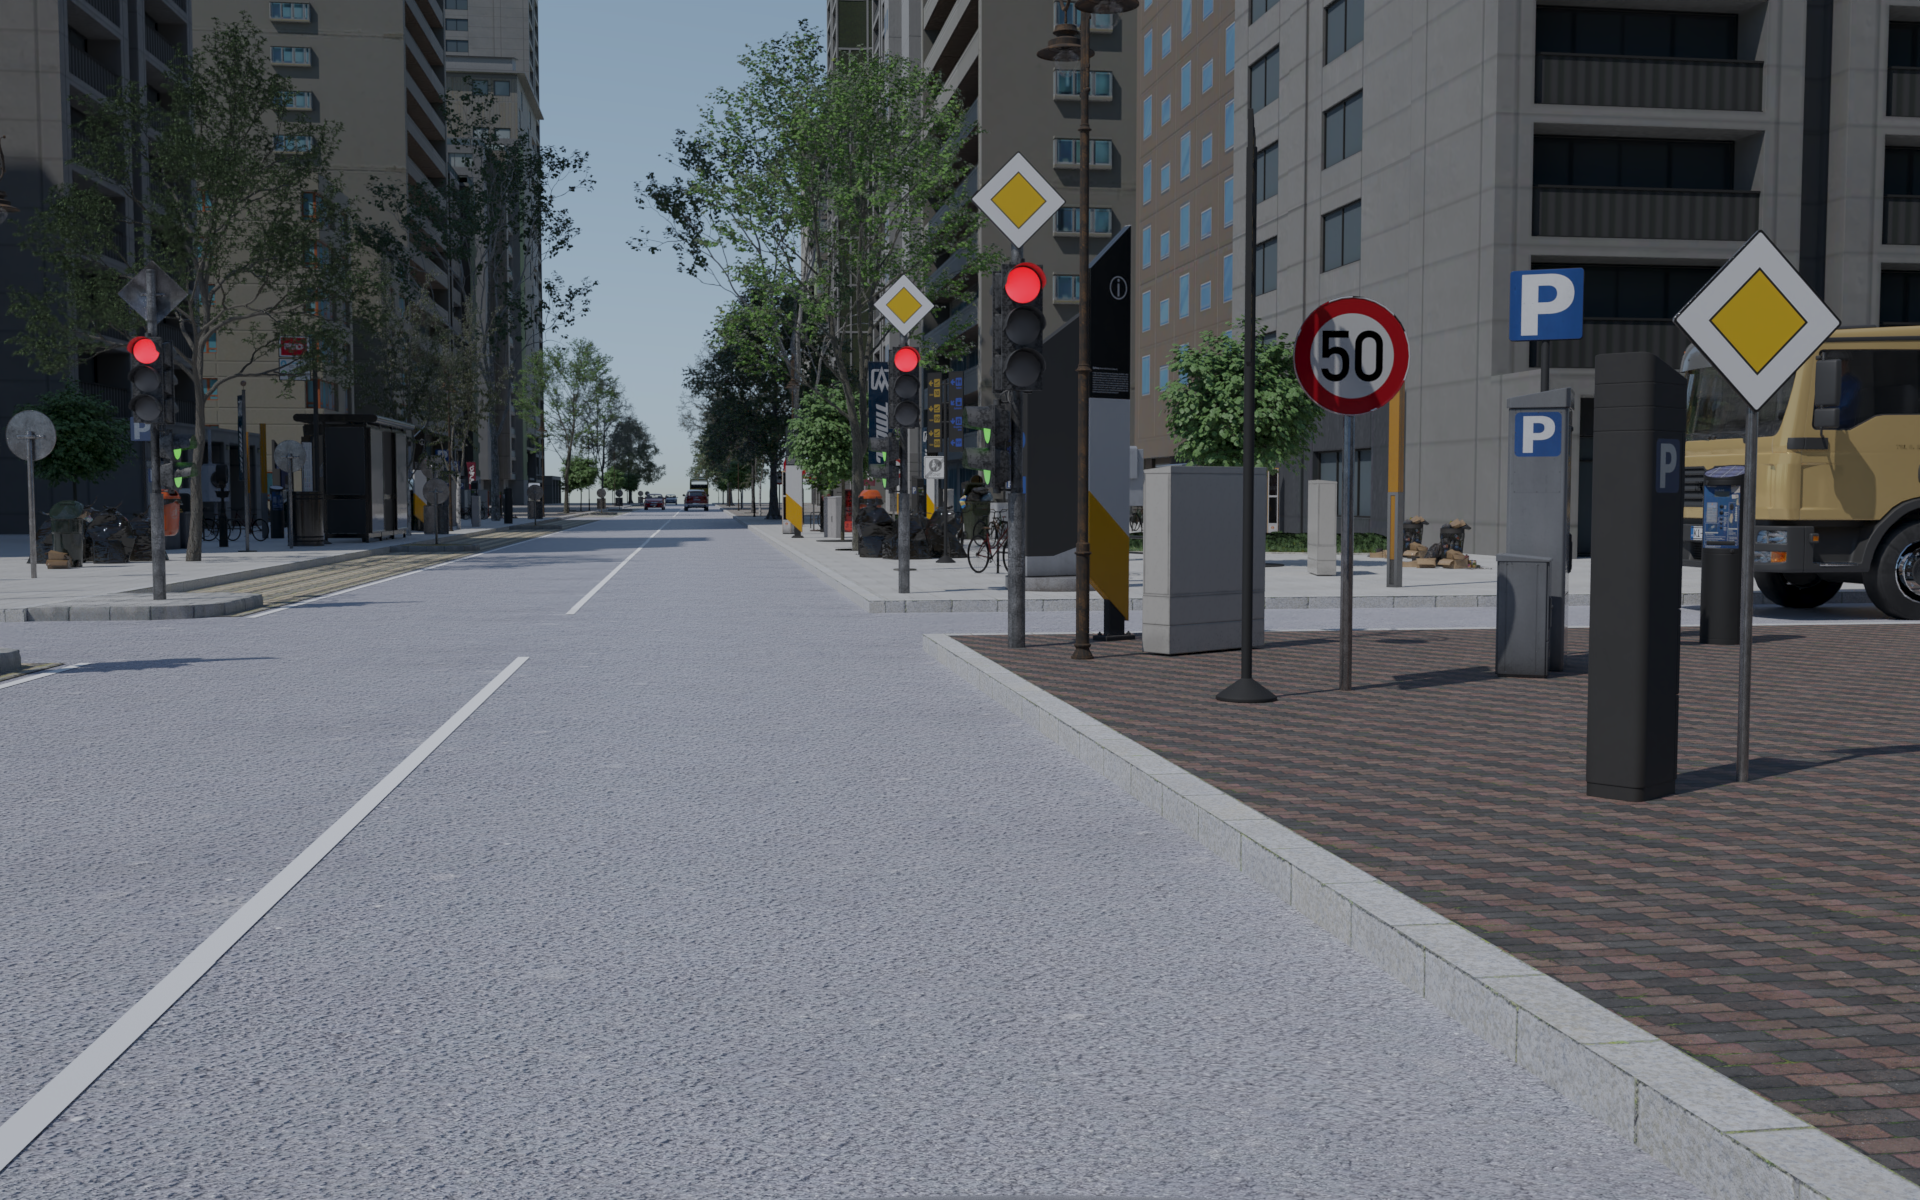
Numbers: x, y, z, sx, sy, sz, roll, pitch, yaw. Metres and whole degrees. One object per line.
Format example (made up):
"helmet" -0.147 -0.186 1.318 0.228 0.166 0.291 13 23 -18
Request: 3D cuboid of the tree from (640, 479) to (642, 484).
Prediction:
"tree" -43.976 -15.115 230.849 4.285 4.588 4.351 0 3 0

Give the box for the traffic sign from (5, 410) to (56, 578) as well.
"traffic sign" -14.113 -1.603 26.317 0.768 2.556 0.104 0 4 0

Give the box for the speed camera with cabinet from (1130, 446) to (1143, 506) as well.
"speed camera with cabinet" 3.774 -2.411 33.753 2.038 3.252 0.660 -1 4 -20

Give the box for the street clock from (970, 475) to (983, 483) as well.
"street clock" 0.629 -3.739 65.703 0.471 2.002 0.358 0 4 -7

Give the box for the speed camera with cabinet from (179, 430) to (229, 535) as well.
"speed camera with cabinet" -23.305 -3.564 52.612 0.660 3.252 2.038 3 4 36

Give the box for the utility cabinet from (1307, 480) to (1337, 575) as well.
"utility cabinet" 5.767 -1.154 27.541 0.318 1.500 1.173 0 4 4

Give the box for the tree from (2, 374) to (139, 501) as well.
"tree" -24.447 -3.906 47.571 4.285 4.588 4.351 0 3 0

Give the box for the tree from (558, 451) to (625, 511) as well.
"tree" -28.111 -8.829 128.062 4.285 4.588 4.351 0 3 0

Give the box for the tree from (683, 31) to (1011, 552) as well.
"tree" -2.318 -6.923 38.951 9.928 11.665 9.643 0 3 0

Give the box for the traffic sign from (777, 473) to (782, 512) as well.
"traffic sign" -9.941 -5.826 95.358 0.768 2.556 0.104 0 4 -8

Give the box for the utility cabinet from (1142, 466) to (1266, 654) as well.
"utility cabinet" 1.987 -0.331 14.095 1.173 1.500 0.318 -3 5 -41

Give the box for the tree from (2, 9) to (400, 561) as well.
"tree" -14.304 -6.020 32.844 7.601 10.594 8.767 -1 4 -20

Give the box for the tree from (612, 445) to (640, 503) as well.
"tree" -46.503 -17.806 241.486 4.360 8.622 3.978 0 3 0

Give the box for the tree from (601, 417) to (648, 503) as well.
"tree" -47.810 -20.450 251.367 9.611 12.733 9.660 0 3 0

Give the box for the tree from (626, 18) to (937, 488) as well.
"tree" -7.417 -13.205 71.793 12.611 20.169 13.585 0 3 0

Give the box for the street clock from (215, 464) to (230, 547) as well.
"street clock" -17.843 -2.284 41.916 0.358 2.002 0.471 -1 4 -15

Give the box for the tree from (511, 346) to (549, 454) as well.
"tree" -25.667 -11.471 113.298 9.928 11.665 9.643 0 3 0

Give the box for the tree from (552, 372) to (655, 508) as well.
"tree" -34.250 -15.580 165.103 12.009 13.543 11.850 0 3 0

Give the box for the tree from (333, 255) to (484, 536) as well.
"tree" -17.006 -6.284 53.113 4.360 8.622 3.978 0 3 0

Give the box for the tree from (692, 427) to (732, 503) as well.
"tree" -26.764 -17.142 198.391 7.486 12.596 7.792 0 3 0

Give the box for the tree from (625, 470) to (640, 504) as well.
"tree" -39.134 -12.956 195.549 4.285 4.588 4.351 0 3 0

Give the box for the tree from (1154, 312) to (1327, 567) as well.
"tree" 5.008 -2.877 30.759 4.285 4.588 4.351 0 3 0

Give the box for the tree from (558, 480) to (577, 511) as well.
"tree" -29.987 -8.422 132.300 1.663 3.219 1.824 0 3 0

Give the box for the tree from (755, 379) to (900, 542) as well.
"tree" -3.153 -3.853 46.716 4.285 4.588 4.351 0 3 0

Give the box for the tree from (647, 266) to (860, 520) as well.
"tree" -9.371 -10.411 87.231 9.611 12.733 9.660 0 3 0

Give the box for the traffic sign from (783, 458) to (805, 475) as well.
"traffic sign" -5.120 -3.297 54.005 0.768 2.556 0.104 0 4 -1

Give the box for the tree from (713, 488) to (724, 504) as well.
"tree" -29.972 -16.483 219.867 4.737 8.622 4.395 0 3 0

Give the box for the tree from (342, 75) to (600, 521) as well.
"tree" -23.046 -13.784 81.263 12.611 20.169 13.585 0 3 0

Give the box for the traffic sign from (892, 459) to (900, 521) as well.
"traffic sign" -2.294 -3.656 59.889 0.768 2.556 0.104 0 4 -1

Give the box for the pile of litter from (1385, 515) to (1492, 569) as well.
"pile of litter" 8.427 -0.986 30.082 1.176 0.858 1.719 -1 4 -21

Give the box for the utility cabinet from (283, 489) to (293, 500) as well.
"utility cabinet" -31.673 -4.463 81.645 0.318 1.500 1.173 -2 4 -28

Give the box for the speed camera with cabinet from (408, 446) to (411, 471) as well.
"speed camera with cabinet" -23.032 -4.780 72.492 0.660 3.252 2.038 0 4 -4

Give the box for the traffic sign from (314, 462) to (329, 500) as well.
"traffic sign" -19.696 -3.308 54.084 0.884 2.594 0.081 0 4 -8

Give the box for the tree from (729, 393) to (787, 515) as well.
"tree" -11.924 -9.397 104.000 4.360 8.622 3.978 0 3 0

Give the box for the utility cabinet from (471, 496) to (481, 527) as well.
"utility cabinet" -19.031 -3.487 68.174 0.306 1.237 1.020 -1 4 -12

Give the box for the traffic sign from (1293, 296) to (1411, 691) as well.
"traffic sign" 2.520 -0.681 11.247 0.768 2.556 0.104 0 4 -3

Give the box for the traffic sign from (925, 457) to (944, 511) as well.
"traffic sign" -0.672 -2.747 47.040 0.606 2.300 0.079 0 4 -6

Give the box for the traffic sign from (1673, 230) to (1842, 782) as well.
"traffic sign" 3.494 -0.397 7.670 0.795 2.450 0.064 0 4 -8

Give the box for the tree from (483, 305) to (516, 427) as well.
"tree" -18.198 -6.870 62.683 4.360 8.622 3.978 0 3 0

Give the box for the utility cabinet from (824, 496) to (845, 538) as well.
"utility cabinet" -3.706 -2.432 50.925 0.306 1.237 1.020 -2 4 -25

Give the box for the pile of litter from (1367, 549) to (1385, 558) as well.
"pile of litter" 8.946 -1.262 34.606 1.176 0.858 1.719 -2 4 -29

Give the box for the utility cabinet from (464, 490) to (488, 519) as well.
"utility cabinet" -24.697 -4.876 88.403 0.318 1.500 1.173 3 5 41

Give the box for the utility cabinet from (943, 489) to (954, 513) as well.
"utility cabinet" -0.728 -4.214 77.575 0.318 1.500 1.173 -2 4 -32

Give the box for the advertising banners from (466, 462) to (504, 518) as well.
"advertising banners" -25.799 -5.988 94.084 2.074 3.025 0.090 0 4 8

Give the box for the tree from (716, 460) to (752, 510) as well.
"tree" -18.222 -9.783 143.663 4.285 4.588 4.351 0 3 0

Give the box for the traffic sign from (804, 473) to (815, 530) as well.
"traffic sign" -5.135 -3.714 60.728 0.884 2.594 0.081 0 4 1

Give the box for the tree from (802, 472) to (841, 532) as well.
"tree" -4.799 -3.973 59.552 1.663 3.219 1.824 0 3 0

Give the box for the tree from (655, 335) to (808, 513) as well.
"tree" -13.860 -12.547 115.515 12.009 13.543 11.850 0 3 0
